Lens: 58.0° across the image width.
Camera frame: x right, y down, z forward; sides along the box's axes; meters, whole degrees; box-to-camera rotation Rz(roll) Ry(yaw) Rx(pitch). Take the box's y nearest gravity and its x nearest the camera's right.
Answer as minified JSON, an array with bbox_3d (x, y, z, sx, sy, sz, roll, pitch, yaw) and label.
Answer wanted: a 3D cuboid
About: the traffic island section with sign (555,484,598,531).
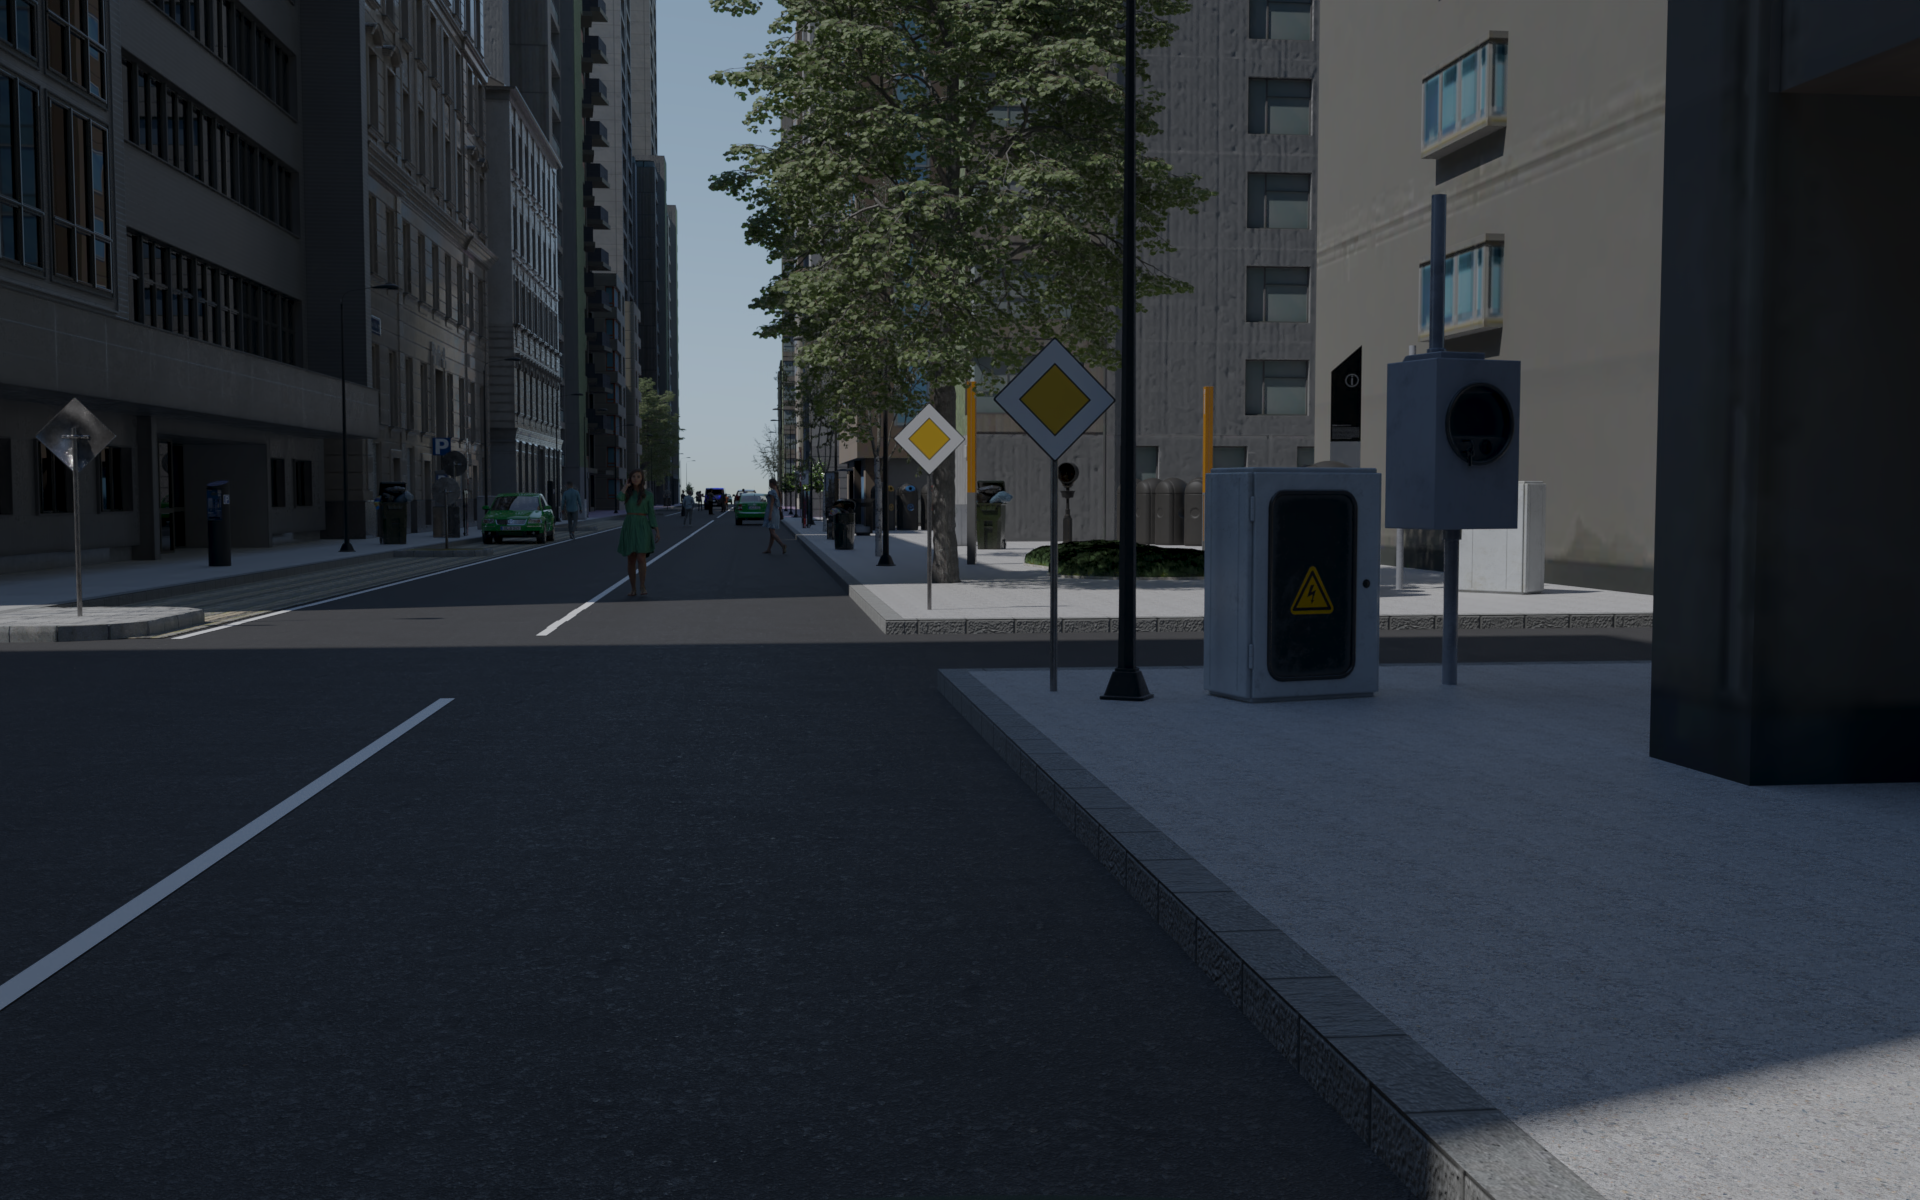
[{"bbox_3d":[-15.089,-3.574,67.060,1.989,1.847,2.006,0,4,-7],"label":"traffic island section with sign"}]

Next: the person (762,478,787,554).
[{"bbox_3d":[-4.400,-2.001,41.316,0.778,1.811,0.616,2,4,35],"label":"person"}]

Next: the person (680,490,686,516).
[{"bbox_3d":[-17.711,-6.275,111.907,0.742,1.727,0.445,0,4,7],"label":"person"}]

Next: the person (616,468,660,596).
[{"bbox_3d":[-4.523,-0.952,24.309,0.600,1.795,0.529,-1,4,-15],"label":"person"}]

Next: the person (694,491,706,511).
[{"bbox_3d":[-22.150,-8.465,147.610,1.217,1.736,0.721,-1,4,-13],"label":"person"}]

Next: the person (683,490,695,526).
[{"bbox_3d":[-12.000,-4.059,76.679,0.589,1.601,0.330,1,4,12],"label":"person"}]

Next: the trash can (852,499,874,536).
[{"bbox_3d":[-2.993,-2.555,53.433,0.748,1.137,0.748,0,3,0],"label":"trash can"}]

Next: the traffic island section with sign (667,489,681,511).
[{"bbox_3d":[-24.316,-8.297,144.280,1.989,1.847,2.006,0,4,-7],"label":"traffic island section with sign"}]

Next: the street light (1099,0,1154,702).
[{"bbox_3d":[0.510,-2.330,10.639,1.470,5.913,1.316,0,4,-7],"label":"street light"}]

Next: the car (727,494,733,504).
[{"bbox_3d":[-33.011,-14.408,244.365,1.959,1.807,4.718,-1,4,-8],"label":"car"}]

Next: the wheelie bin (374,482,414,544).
[{"bbox_3d":[-14.450,-2.224,44.270,0.980,1.594,0.693,-2,4,-27],"label":"wheelie bin"}]

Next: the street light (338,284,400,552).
[{"bbox_3d":[-13.093,-4.028,38.393,1.470,5.913,1.316,0,4,-7],"label":"street light"}]

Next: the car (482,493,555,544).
[{"bbox_3d":[-12.940,-2.571,50.837,1.959,1.807,4.718,-1,4,-8],"label":"car"}]

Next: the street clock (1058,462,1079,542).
[{"bbox_3d":[2.469,-2.149,39.705,0.471,2.002,0.358,1,4,23],"label":"street clock"}]

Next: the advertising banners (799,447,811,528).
[{"bbox_3d":[-5.844,-4.211,65.043,0.090,3.025,2.074,0,4,7],"label":"advertising banners"}]

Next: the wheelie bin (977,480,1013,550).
[{"bbox_3d":[0.741,-1.971,40.138,0.980,1.594,0.693,1,4,13],"label":"wheelie bin"}]

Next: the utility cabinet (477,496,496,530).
[{"bbox_3d":[-16.898,-3.142,62.531,1.020,1.237,0.306,0,4,5],"label":"utility cabinet"}]

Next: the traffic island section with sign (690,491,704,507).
[{"bbox_3d":[-34.029,-13.272,225.624,1.989,1.847,2.006,0,4,-7],"label":"traffic island section with sign"}]

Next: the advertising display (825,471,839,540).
[{"bbox_3d":[-3.591,-2.652,48.575,0.123,1.923,0.974,-1,4,-20],"label":"advertising display"}]

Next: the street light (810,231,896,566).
[{"bbox_3d":[-1.862,-3.558,30.723,1.470,5.913,1.316,0,4,-7],"label":"street light"}]

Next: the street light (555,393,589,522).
[{"bbox_3d":[-18.010,-6.556,79.737,1.470,5.913,1.316,0,4,-7],"label":"street light"}]

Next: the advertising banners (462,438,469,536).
[{"bbox_3d":[-15.269,-3.508,53.551,0.090,3.025,2.074,-1,4,-12],"label":"advertising banners"}]

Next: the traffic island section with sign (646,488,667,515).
[{"bbox_3d":[-21.125,-6.660,117.514,1.989,1.847,2.006,0,4,-7],"label":"traffic island section with sign"}]

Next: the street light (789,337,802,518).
[{"bbox_3d":[-4.223,-4.818,51.312,1.470,5.913,1.316,0,4,-7],"label":"street light"}]

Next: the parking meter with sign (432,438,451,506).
[{"bbox_3d":[-15.788,-3.455,52.743,0.543,3.016,1.738,-1,4,-15],"label":"parking meter with sign"}]

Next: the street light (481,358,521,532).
[{"bbox_3d":[-15.622,-5.289,59.017,1.470,5.913,1.316,0,4,-7],"label":"street light"}]

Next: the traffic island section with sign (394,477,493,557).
[{"bbox_3d":[-11.865,-1.915,39.932,1.989,1.847,2.006,0,4,-7],"label":"traffic island section with sign"}]

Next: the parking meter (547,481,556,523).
[{"bbox_3d":[-18.051,-4.332,76.547,0.255,1.863,0.399,1,4,10],"label":"parking meter"}]

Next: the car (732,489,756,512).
[{"bbox_3d":[-17.226,-8.017,139.745,2.281,1.827,5.304,0,4,-7],"label":"car"}]

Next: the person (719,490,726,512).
[{"bbox_3d":[-18.690,-7.785,136.344,0.434,1.755,0.990,-2,4,-35],"label":"person"}]

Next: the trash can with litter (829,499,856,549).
[{"bbox_3d":[-2.751,-1.758,40.137,0.624,1.170,1.055,-1,4,-9],"label":"trash can with litter"}]

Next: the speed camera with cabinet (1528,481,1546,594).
[{"bbox_3d":[6.645,-1.741,22.800,2.038,3.252,0.660,3,5,45],"label":"speed camera with cabinet"}]

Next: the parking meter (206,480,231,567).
[{"bbox_3d":[-13.164,-1.367,30.761,0.372,1.533,0.369,0,3,0],"label":"parking meter"}]

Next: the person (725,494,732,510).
[{"bbox_3d":[-20.741,-8.685,153.763,1.065,1.426,0.557,0,4,1],"label":"person"}]

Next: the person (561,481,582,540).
[{"bbox_3d":[-12.326,-2.840,54.796,0.638,1.841,0.748,0,4,7],"label":"person"}]

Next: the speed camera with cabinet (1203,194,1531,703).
[{"bbox_3d":[2.598,-1.026,11.114,2.038,3.252,0.660,-1,4,-22],"label":"speed camera with cabinet"}]

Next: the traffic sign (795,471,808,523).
[{"bbox_3d":[-6.949,-4.530,76.187,0.606,2.300,0.079,0,4,2],"label":"traffic sign"}]

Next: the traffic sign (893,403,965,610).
[{"bbox_3d":[-0.341,-0.948,19.135,0.795,2.450,0.064,0,4,-7],"label":"traffic sign"}]

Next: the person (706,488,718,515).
[{"bbox_3d":[-17.379,-6.879,120.975,1.348,1.823,0.705,3,5,44],"label":"person"}]

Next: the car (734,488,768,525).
[{"bbox_3d":[-9.611,-4.430,81.227,1.959,1.807,4.718,0,4,-6],"label":"car"}]

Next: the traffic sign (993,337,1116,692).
[{"bbox_3d":[0.606,-0.463,11.206,0.795,2.450,0.064,0,4,-7],"label":"traffic sign"}]

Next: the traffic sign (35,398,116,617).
[{"bbox_3d":[-9.225,-0.884,18.098,0.795,2.450,0.064,0,4,-7],"label":"traffic sign"}]

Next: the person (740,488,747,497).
[{"bbox_3d":[-15.902,-7.236,126.680,0.599,1.838,0.709,1,4,15],"label":"person"}]

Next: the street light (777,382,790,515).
[{"bbox_3d":[-6.723,-6.076,71.885,1.470,5.913,1.316,0,4,-7],"label":"street light"}]

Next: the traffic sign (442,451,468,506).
[{"bbox_3d":[-14.859,-3.108,50.929,0.768,2.556,0.104,0,4,1],"label":"traffic sign"}]
